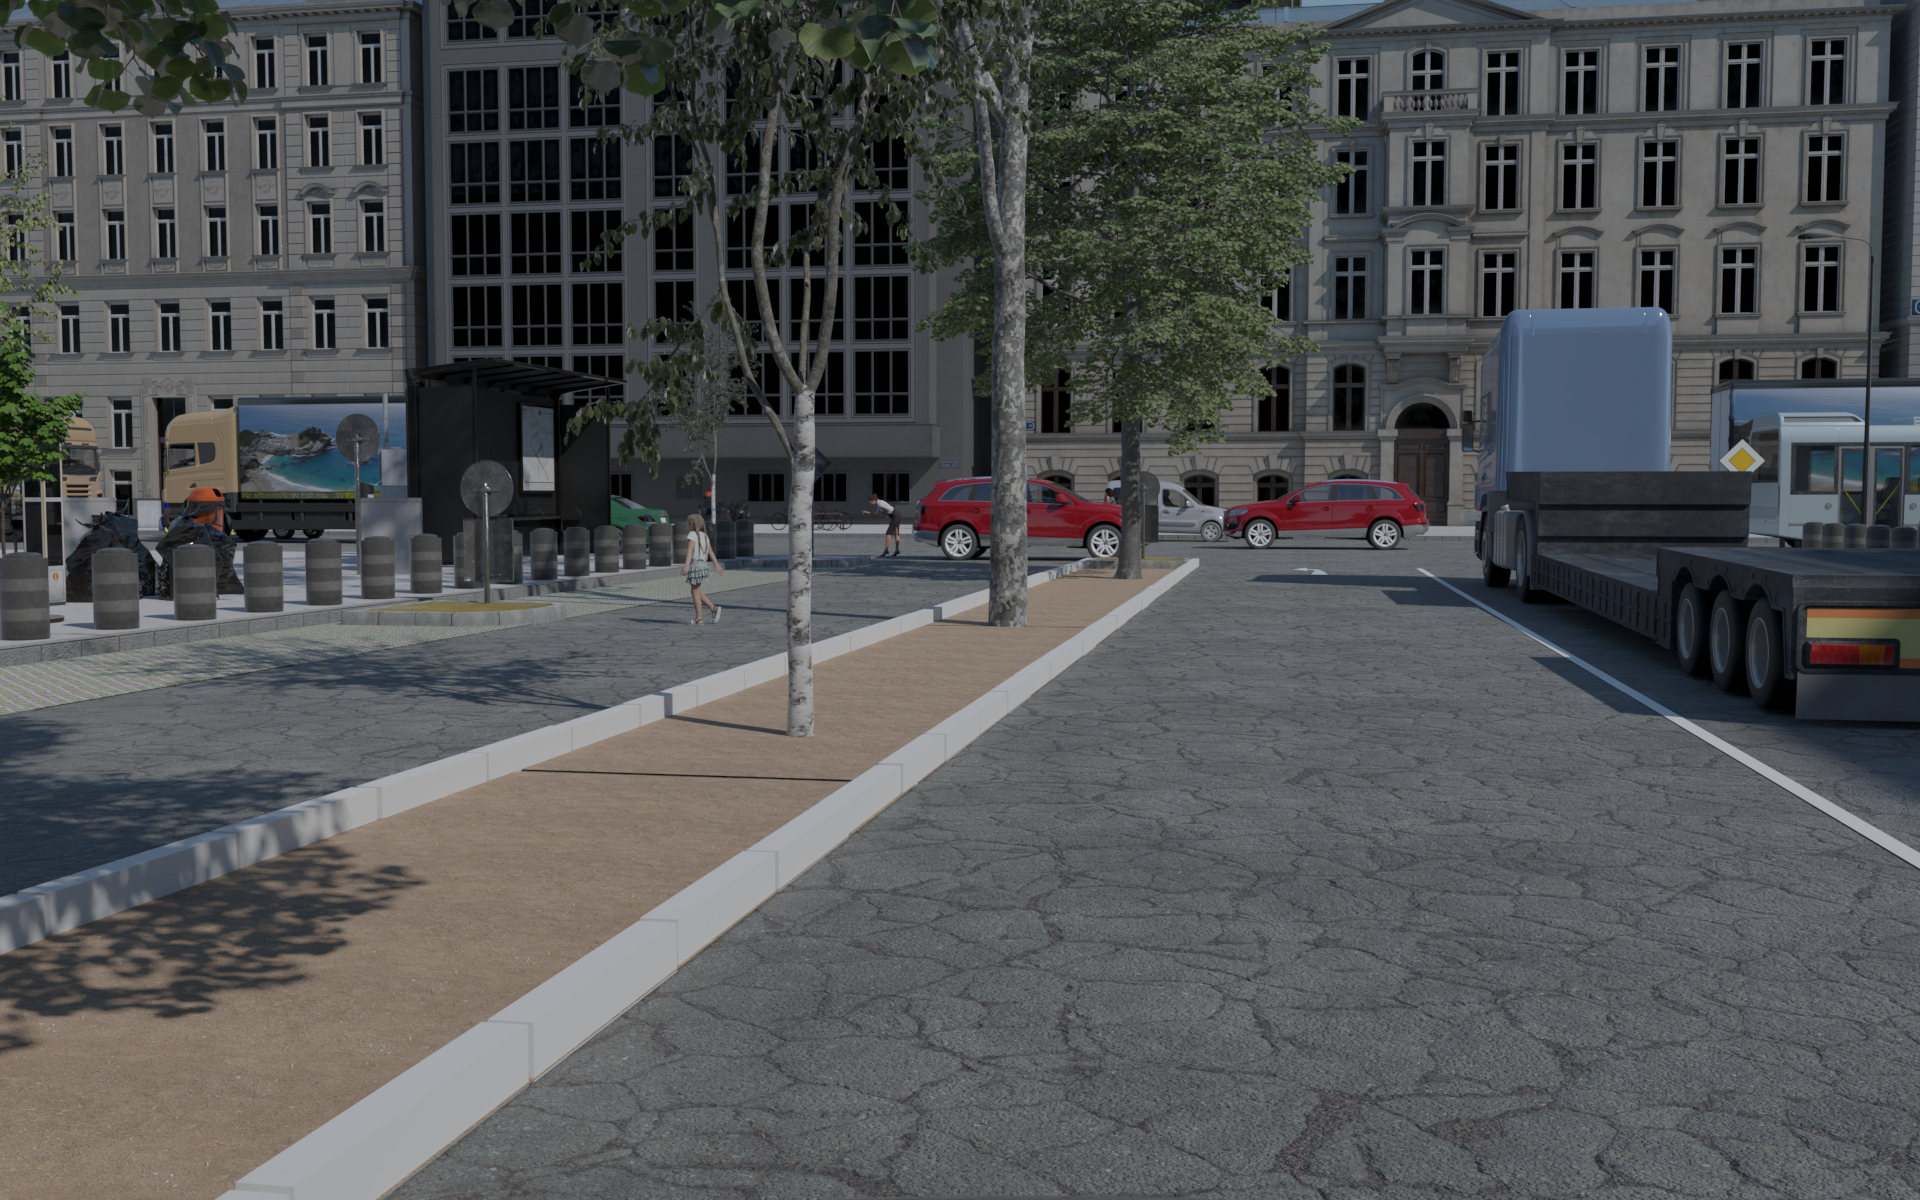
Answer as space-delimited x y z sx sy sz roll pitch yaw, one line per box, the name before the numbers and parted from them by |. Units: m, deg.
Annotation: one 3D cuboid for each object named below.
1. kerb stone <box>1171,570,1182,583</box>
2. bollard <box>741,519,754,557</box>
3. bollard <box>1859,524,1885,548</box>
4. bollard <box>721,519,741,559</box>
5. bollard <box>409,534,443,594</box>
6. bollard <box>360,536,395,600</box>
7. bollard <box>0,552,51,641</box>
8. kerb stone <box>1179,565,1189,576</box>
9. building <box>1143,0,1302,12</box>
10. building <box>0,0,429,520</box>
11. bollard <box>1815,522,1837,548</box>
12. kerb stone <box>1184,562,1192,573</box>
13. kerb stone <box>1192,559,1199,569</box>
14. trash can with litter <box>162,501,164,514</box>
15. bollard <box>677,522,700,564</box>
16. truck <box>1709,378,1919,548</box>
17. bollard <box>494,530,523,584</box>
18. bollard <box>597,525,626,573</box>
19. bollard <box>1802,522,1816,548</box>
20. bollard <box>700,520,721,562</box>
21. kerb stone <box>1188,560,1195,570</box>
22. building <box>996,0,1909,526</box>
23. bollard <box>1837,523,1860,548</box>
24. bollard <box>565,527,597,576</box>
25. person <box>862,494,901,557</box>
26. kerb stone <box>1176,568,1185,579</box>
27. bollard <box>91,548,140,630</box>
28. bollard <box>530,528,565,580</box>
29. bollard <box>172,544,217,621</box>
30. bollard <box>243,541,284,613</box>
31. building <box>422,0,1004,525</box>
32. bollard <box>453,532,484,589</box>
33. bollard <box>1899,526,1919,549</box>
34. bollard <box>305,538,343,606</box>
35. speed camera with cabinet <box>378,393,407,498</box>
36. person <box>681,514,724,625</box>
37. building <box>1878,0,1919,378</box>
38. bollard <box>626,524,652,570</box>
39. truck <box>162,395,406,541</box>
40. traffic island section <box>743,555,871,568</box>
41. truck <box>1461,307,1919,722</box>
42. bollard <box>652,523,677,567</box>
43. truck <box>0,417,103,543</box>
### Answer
kerb stone | 3.441 -0.351 27.932 0.120 0.150 1.000 1 4 11
bollard | -4.417 -1.269 35.461 0.404 0.777 0.398 0 3 0
bollard | 15.219 -0.855 28.693 0.404 0.777 0.398 0 3 0
bollard | -4.644 -1.197 34.281 0.404 0.777 0.398 0 3 0
bollard | -6.914 -0.471 22.418 0.404 0.777 0.398 0 3 0
bollard | -7.141 -0.399 21.236 0.404 0.777 0.398 0 3 0
bollard | -8.276 -0.036 15.312 0.404 0.777 0.398 0 3 0
kerb stone | 3.822 -0.473 29.945 0.120 0.150 1.000 1 4 11
building | 35.662 -48.773 235.682 20.611 71.187 20.563 1 4 11
building | -34.621 -17.482 83.099 25.104 27.353 12.463 1 4 11
bollard | 15.674 -1.000 31.072 0.404 0.777 0.398 0 3 0
kerb stone | 4.016 -0.532 30.952 0.120 0.150 1.000 1 4 11
kerb stone | 4.406 -0.658 32.977 0.120 0.150 1.000 1 4 11
trash can with litter | -32.373 -3.600 69.916 1.678 1.210 2.233 2 4 29
bollard | -5.098 -1.051 31.908 0.404 0.777 0.398 0 3 0
truck | 24.659 -3.283 42.592 11.283 4.237 2.839 1 4 13
bollard | -6.464 -0.616 24.787 0.404 0.777 0.398 0 3 0
bollard | -5.781 -0.833 28.340 0.404 0.777 0.398 0 3 0
bollard | 15.903 -1.072 32.252 0.404 0.777 0.398 0 3 0
bollard | -4.870 -1.124 33.094 0.404 0.777 0.398 0 3 0
kerb stone | 4.208 -0.593 31.960 0.120 0.150 1.000 1 4 11
building | 19.414 -15.577 73.776 34.723 24.649 14.460 1 4 11
bollard | 15.451 -0.927 29.872 0.404 0.777 0.398 0 3 0
bollard | -6.009 -0.760 27.150 0.404 0.777 0.398 0 3 0
person | -1.745 -1.716 39.750 0.799 1.438 0.628 -3 5 -40
kerb stone | 3.632 -0.404 28.939 0.120 0.150 1.000 1 4 11
bollard | -8.045 -0.109 16.503 0.404 0.777 0.398 0 3 0
bollard | -6.238 -0.688 25.970 0.404 0.777 0.398 0 3 0
bollard | -7.820 -0.182 17.695 0.404 0.777 0.398 0 3 0
bollard | -7.592 -0.254 18.875 0.404 0.777 0.398 0 3 0
building | -10.511 -17.423 78.374 24.014 27.812 14.314 1 4 11
bollard | -6.690 -0.543 23.599 0.404 0.777 0.398 0 3 0
bollard | 14.995 -0.783 27.512 0.404 0.777 0.398 0 3 0
bollard | -7.369 -0.327 20.056 0.404 0.777 0.398 0 3 0
speed camera with cabinet | -10.903 -2.395 33.496 0.660 3.252 2.038 -1 4 -17
person | -2.840 -0.330 18.908 0.382 1.210 0.505 1 4 20
building | 51.139 -17.712 67.083 29.804 29.767 11.434 1 4 11
bollard | -5.553 -0.906 29.530 0.404 0.777 0.398 0 3 0
truck | -18.477 -3.797 50.995 11.283 4.237 2.839 1 4 12
traffic island section | -2.990 -0.772 34.907 2.009 0.180 2.903 1 4 11
truck | 7.991 -1.816 19.455 2.967 4.110 18.799 1 4 11
bollard | -5.324 -0.979 30.724 0.404 0.777 0.398 0 3 0
truck | -31.216 -3.906 52.774 11.283 4.237 2.839 1 4 11
